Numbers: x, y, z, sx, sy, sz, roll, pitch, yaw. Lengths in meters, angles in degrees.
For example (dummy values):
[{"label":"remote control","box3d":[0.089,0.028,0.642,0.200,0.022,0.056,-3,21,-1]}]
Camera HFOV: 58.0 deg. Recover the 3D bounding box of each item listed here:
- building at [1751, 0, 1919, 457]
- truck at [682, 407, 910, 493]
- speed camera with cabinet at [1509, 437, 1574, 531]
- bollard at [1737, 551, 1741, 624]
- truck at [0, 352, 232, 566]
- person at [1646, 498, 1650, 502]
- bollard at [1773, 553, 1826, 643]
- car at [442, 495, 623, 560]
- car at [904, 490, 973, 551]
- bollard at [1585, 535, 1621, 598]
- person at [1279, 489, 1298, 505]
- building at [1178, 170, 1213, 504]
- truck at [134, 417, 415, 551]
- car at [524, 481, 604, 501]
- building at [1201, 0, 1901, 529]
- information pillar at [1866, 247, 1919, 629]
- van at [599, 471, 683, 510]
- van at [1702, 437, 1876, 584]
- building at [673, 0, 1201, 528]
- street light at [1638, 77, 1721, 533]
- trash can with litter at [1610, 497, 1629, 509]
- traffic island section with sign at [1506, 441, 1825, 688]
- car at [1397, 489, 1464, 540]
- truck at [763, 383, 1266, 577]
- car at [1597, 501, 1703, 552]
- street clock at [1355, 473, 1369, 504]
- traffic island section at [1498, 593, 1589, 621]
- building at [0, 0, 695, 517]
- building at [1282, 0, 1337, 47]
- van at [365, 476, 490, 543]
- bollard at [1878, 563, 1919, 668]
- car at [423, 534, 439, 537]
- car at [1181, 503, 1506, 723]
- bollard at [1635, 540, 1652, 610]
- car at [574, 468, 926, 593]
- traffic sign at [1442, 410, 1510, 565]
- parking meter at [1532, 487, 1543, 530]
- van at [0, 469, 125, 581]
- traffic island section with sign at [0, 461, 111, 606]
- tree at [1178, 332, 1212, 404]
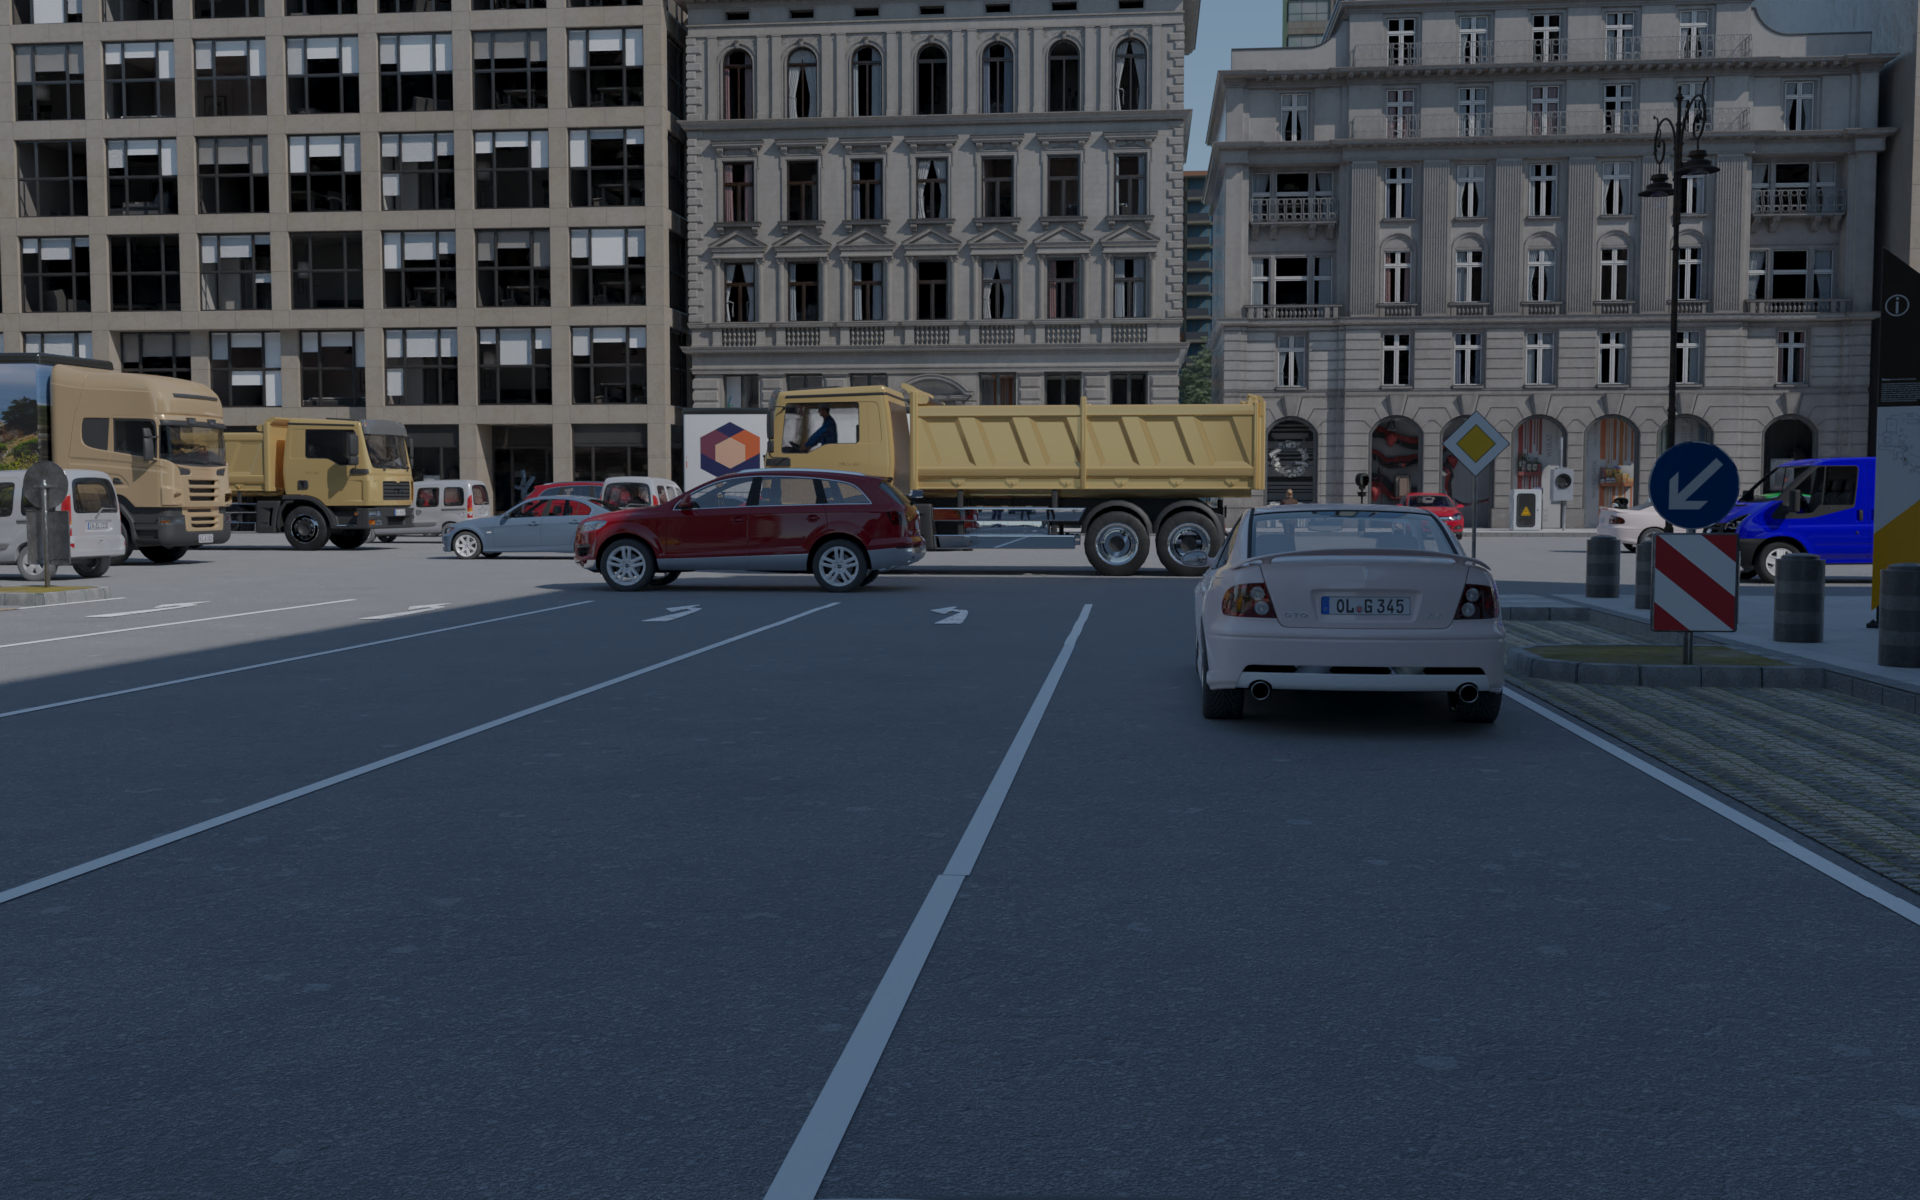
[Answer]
[{"label":"building","box3d":[51.130,-16.120,68.085,34.151,26.468,19.350,0,4,6]},{"label":"truck","box3d":[-3.323,-4.167,57.044,11.283,4.237,2.839,0,4,5]},{"label":"speed camera with cabinet","box3d":[20.274,-4.041,60.400,2.038,3.252,0.660,0,4,6]},{"label":"bollard","box3d":[7.538,-0.153,17.226,0.404,0.777,0.398,0,3,0]},{"label":"truck","box3d":[-20.252,-2.864,35.747,11.283,4.237,2.839,0,4,7]},{"label":"person","box3d":[20.399,-2.483,50.904,0.589,1.601,0.330,0,4,-3]},{"label":"bollard","box3d":[7.305,-0.022,15.074,0.404,0.777,0.398,0,3,0]},{"label":"car","box3d":[-9.220,-1.620,38.489,4.499,1.417,2.014,0,4,4]},{"label":"car","box3d":[-0.528,-2.236,45.229,2.281,1.827,5.304,0,4,5]},{"label":"bollard","box3d":[7.996,-0.417,21.535,0.404,0.777,0.398,0,3,0]},{"label":"person","box3d":[8.157,-1.978,43.109,0.482,1.546,0.388,0,4,-6]},{"label":"building","box3d":[25.777,-35.354,232.654,28.867,44.769,22.147,0,4,6]},{"label":"truck","box3d":[-18.398,-2.996,44.909,9.791,3.379,3.469,0,4,8]},{"label":"car","box3d":[-10.653,-2.680,52.489,5.304,1.827,2.281,0,4,6]},{"label":"building","box3d":[21.965,-13.907,69.181,24.055,21.916,13.314,0,4,6]},{"label":"information pillar","box3d":[8.927,-1.531,16.390,0.504,3.616,0.183,2,4,34]},{"label":"van","box3d":[-7.664,-2.200,42.982,2.013,2.044,4.112,0,4,7]},{"label":"van","box3d":[14.888,-1.460,28.250,5.245,2.365,2.240,0,4,5]},{"label":"building","box3d":[-0.545,-14.706,69.322,19.941,23.489,11.050,0,4,6]},{"label":"street light","box3d":[8.147,-2.874,19.779,0.468,5.910,1.993,0,4,6]},{"label":"trash can with litter","box3d":[23.389,-3.067,61.530,0.624,1.170,1.055,1,4,15]},{"label":"traffic island section with sign","box3d":[5.456,-0.312,13.722,1.989,1.847,2.006,0,4,6]},{"label":"car","box3d":[15.045,-2.860,55.802,2.155,1.783,4.494,0,4,7]},{"label":"truck","box3d":[0.506,-2.175,31.481,9.791,3.379,3.469,0,4,6]},{"label":"car","box3d":[18.073,-1.825,42.194,4.827,1.381,2.083,0,4,8]},{"label":"street clock","box3d":[13.701,-3.332,59.042,0.471,2.002,0.358,-3,4,-36]},{"label":"traffic island section","box3d":[6.227,0.080,20.967,2.009,0.180,2.903,0,4,6]},{"label":"building","box3d":[-27.017,-16.617,76.197,34.151,26.468,19.350,0,4,6]},{"label":"building","box3d":[31.965,-27.623,135.224,14.154,41.232,14.086,0,4,6]},{"label":"van","box3d":[-15.909,-2.679,50.806,4.112,2.044,2.013,0,4,7]},{"label":"bollard","box3d":[7.080,0.110,12.917,0.404,0.777,0.398,0,3,0]},{"label":"car","box3d":[-19.204,-3.066,58.796,5.304,1.827,2.281,0,4,6]},{"label":"car","box3d":[2.623,0.003,12.310,2.083,1.381,4.827,0,4,7]},{"label":"bollard","box3d":[7.771,-0.285,19.378,0.404,0.777,0.398,0,3,0]},{"label":"car","box3d":[-3.170,-1.070,26.172,5.304,1.827,2.281,0,4,5]},{"label":"traffic sign","box3d":[6.203,-1.055,20.893,0.795,2.450,0.064,0,4,6]},{"label":"parking meter","box3d":[20.720,-3.287,62.159,0.372,1.533,0.369,0,3,0]},{"label":"van","box3d":[-16.410,-1.364,29.309,4.112,2.044,2.013,0,4,8]},{"label":"traffic island section with sign","box3d":[-12.616,-0.922,23.207,2.006,1.907,1.989,0,4,6]},{"label":"tree","box3d":[19.034,-13.220,122.798,9.857,13.997,8.962,0,3,0]}]
